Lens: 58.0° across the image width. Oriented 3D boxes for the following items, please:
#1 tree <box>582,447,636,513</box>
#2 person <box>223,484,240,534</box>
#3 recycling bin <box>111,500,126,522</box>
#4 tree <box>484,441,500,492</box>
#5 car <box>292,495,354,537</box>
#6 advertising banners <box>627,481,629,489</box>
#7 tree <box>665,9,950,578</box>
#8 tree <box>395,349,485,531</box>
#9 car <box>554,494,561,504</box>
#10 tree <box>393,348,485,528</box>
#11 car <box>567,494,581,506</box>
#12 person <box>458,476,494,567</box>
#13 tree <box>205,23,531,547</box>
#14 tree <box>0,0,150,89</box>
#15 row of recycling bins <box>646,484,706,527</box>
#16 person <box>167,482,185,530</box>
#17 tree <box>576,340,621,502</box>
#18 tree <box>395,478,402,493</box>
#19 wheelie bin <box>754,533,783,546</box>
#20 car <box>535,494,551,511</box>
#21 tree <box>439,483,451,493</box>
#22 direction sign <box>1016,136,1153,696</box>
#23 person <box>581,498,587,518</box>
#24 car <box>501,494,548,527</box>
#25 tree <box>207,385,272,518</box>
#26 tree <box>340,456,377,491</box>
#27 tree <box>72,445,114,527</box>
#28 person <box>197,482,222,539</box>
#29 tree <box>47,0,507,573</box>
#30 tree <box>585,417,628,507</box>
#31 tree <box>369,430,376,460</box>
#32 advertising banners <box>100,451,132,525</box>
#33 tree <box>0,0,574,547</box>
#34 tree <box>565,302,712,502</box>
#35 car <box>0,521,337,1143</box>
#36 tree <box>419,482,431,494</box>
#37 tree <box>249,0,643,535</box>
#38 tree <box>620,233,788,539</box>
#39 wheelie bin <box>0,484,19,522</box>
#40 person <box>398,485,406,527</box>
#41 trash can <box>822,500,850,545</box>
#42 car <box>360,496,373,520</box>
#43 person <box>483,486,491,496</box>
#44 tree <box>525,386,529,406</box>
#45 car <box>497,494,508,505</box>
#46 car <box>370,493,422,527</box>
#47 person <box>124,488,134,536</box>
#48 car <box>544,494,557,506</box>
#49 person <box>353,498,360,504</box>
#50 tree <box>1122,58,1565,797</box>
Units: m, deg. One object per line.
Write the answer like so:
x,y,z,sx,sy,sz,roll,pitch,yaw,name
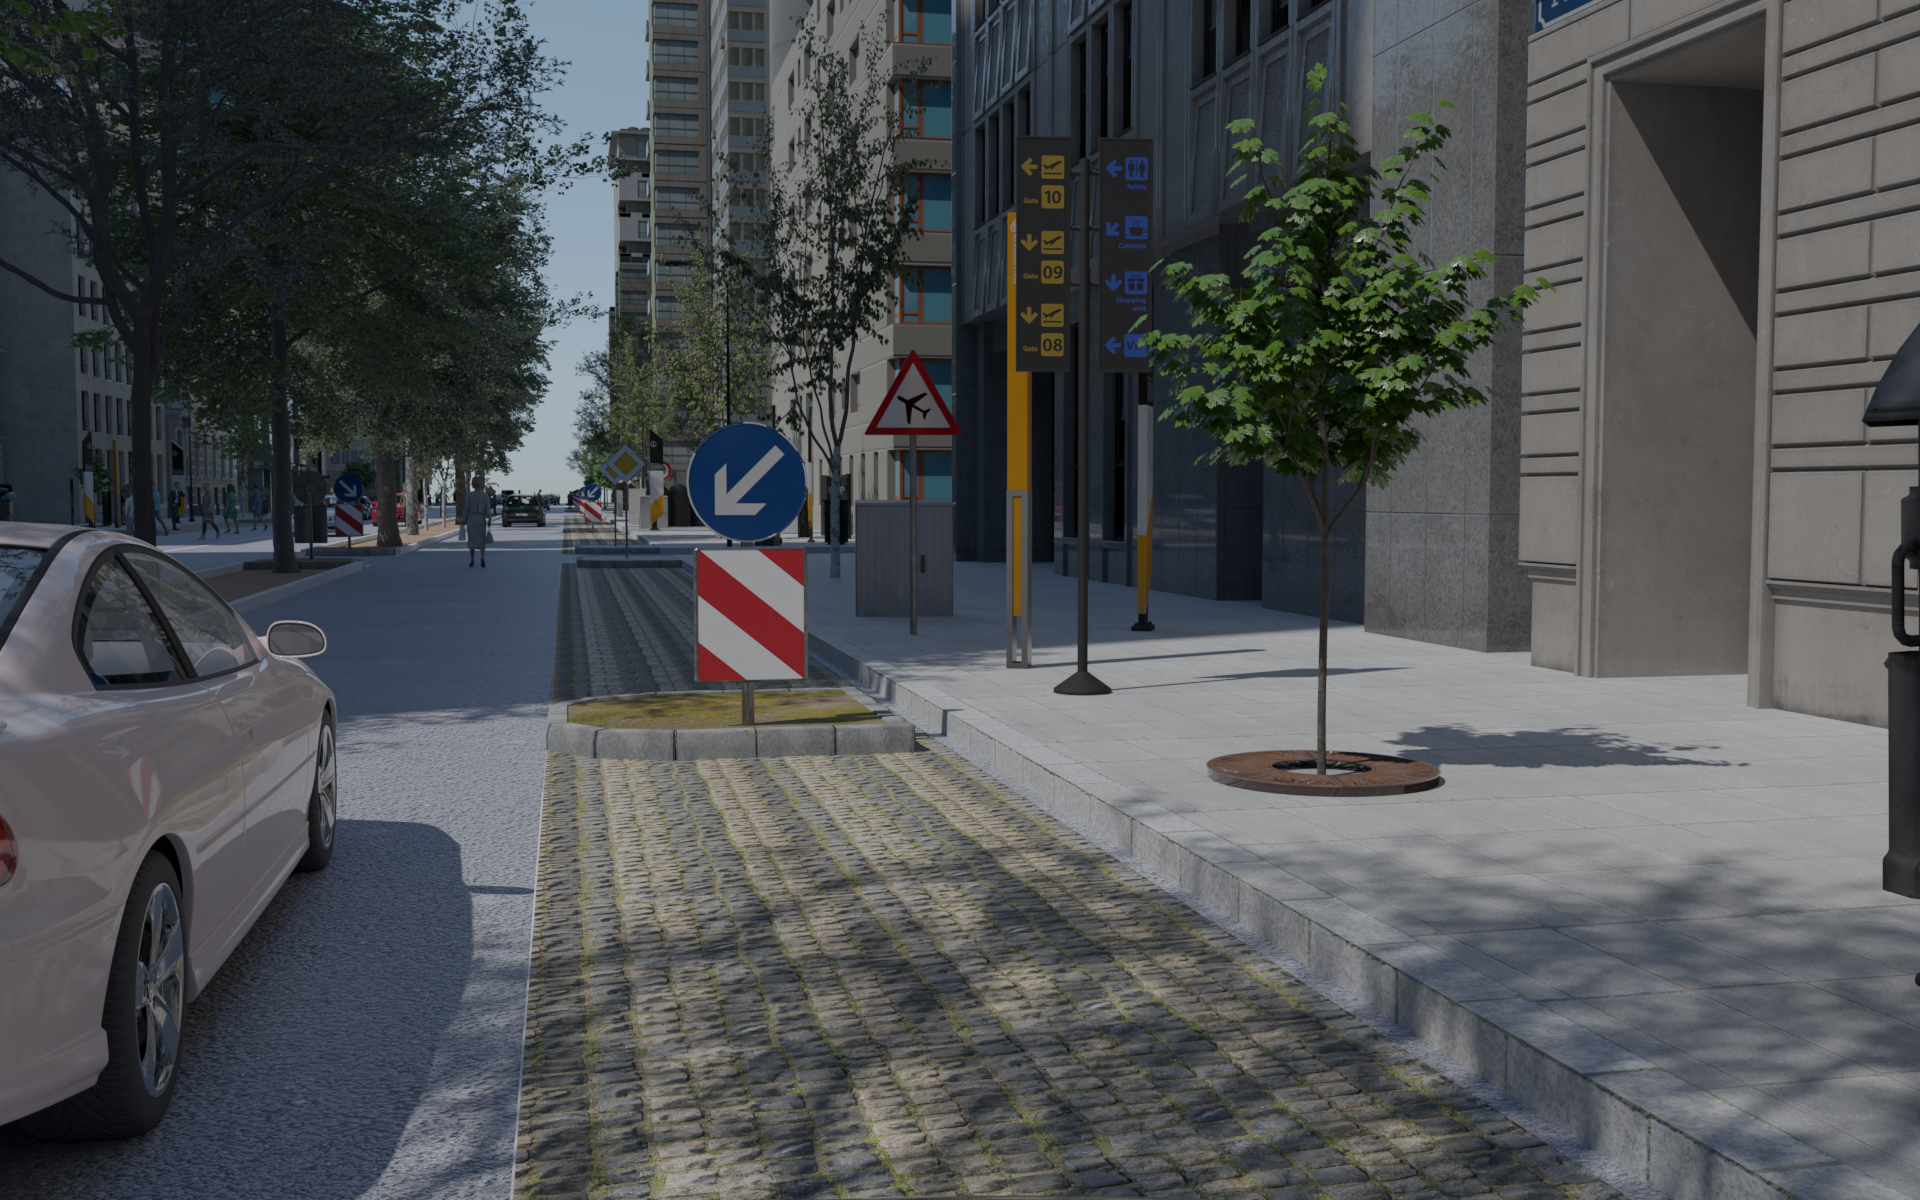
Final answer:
-23.884,-8.313,119.637,4.285,4.588,4.351,0,3,0,tree
-26.272,-3.282,62.410,0.529,1.795,0.600,0,4,-8,person
-38.169,-4.055,78.848,0.722,1.027,0.722,3,5,39,recycling bin
-24.784,-8.203,86.931,4.360,8.622,3.978,0,3,0,tree
-21.681,-2.895,59.328,2.014,1.417,4.499,-1,4,-11,car
-17.460,-5.862,92.027,0.090,3.025,2.074,-2,4,-24,advertising banners
-2.063,-4.656,26.484,4.360,8.622,3.978,0,3,0,tree
-20.774,-6.994,67.174,4.360,8.622,3.978,0,3,0,tree
-55.377,-13.686,235.570,2.131,1.459,4.920,-1,4,-14,car
-21.746,-7.330,72.671,4.737,8.622,4.395,0,3,0,tree
-47.883,-12.566,215.243,2.009,1.686,4.222,-1,4,-11,car
-9.488,-1.532,33.906,0.694,1.780,0.624,-1,4,-11,person
-15.472,-8.406,46.543,9.857,13.997,8.962,0,3,0,tree
-7.747,-5.011,10.137,9.928,11.665,9.643,0,3,0,tree
-10.691,-3.740,68.268,3.534,1.692,1.069,-3,4,-38,row of recycling bins
-30.885,-3.698,68.318,0.474,1.900,0.648,0,4,7,person
-14.362,-7.798,77.858,4.737,8.622,4.395,0,3,0,tree
-57.111,-10.966,173.889,1.663,3.219,1.824,0,3,0,tree
-4.807,-2.140,42.904,0.693,1.594,0.980,1,4,17,wheelie bin
-36.879,-8.557,151.913,2.014,1.417,4.499,-1,4,-12,car
-75.297,-15.827,253.364,1.663,3.219,1.824,0,3,0,tree
0.792,-1.168,11.094,0.876,3.537,0.379,0,4,-6,direction sign
-22.230,-5.733,102.474,0.600,1.795,0.529,1,4,14,person
-19.105,-4.044,75.905,2.009,1.686,4.222,-1,4,-11,car
-38.441,-8.736,93.197,4.737,8.622,4.395,0,3,0,tree
-52.371,-10.225,150.891,4.285,4.588,4.351,0,3,0,tree
-33.862,-4.489,67.991,1.663,3.219,1.824,0,3,0,tree
-23.660,-2.808,54.596,0.728,1.800,0.709,-3,4,-39,person
-12.012,-6.726,30.550,7.486,12.596,7.792,0,3,0,tree
-31.098,-12.345,152.203,4.360,8.622,3.978,0,3,0,tree
-55.885,-13.403,169.503,4.737,8.622,4.395,0,3,0,tree
-34.334,-4.561,70.763,2.074,3.025,0.090,1,4,21,advertising banners
-10.001,-6.610,20.897,12.009,13.543,11.850,0,3,0,tree
-15.576,-9.195,84.749,7.601,10.594,8.767,0,4,-7,tree
-2.999,0.450,5.013,2.083,1.381,4.827,-1,4,-13,car
-67.540,-13.737,219.196,1.663,3.219,1.824,0,3,0,tree
-17.569,-12.258,58.761,12.611,20.169,13.585,0,3,0,tree
-6.820,-6.020,48.783,4.737,8.622,4.395,0,3,0,tree
-29.117,-2.735,52.620,0.980,1.594,0.693,-1,4,-17,wheelie bin
-23.974,-4.072,74.984,0.656,1.842,0.836,-1,4,-23,person
-3.135,-1.972,43.900,0.748,1.137,0.748,0,3,0,trash can
-33.464,-5.079,95.616,1.945,1.354,3.894,-1,4,-13,car
-26.151,-5.357,95.451,0.474,1.900,0.648,1,4,15,person
-26.778,-10.128,93.802,9.928,11.665,9.643,0,3,0,tree
-56.063,-12.360,211.877,2.009,1.686,4.222,-1,4,-14,car
-25.256,-4.201,77.722,2.155,1.783,4.494,-1,4,-11,car
-23.425,-2.371,49.076,0.589,1.601,0.330,-3,5,-42,person
-51.583,-12.566,217.249,2.131,1.459,4.920,-1,4,-15,car
-31.787,-5.042,91.107,0.590,1.801,0.661,-2,4,-29,person
1.614,-0.812,7.875,1.663,3.219,1.824,0,3,0,tree
